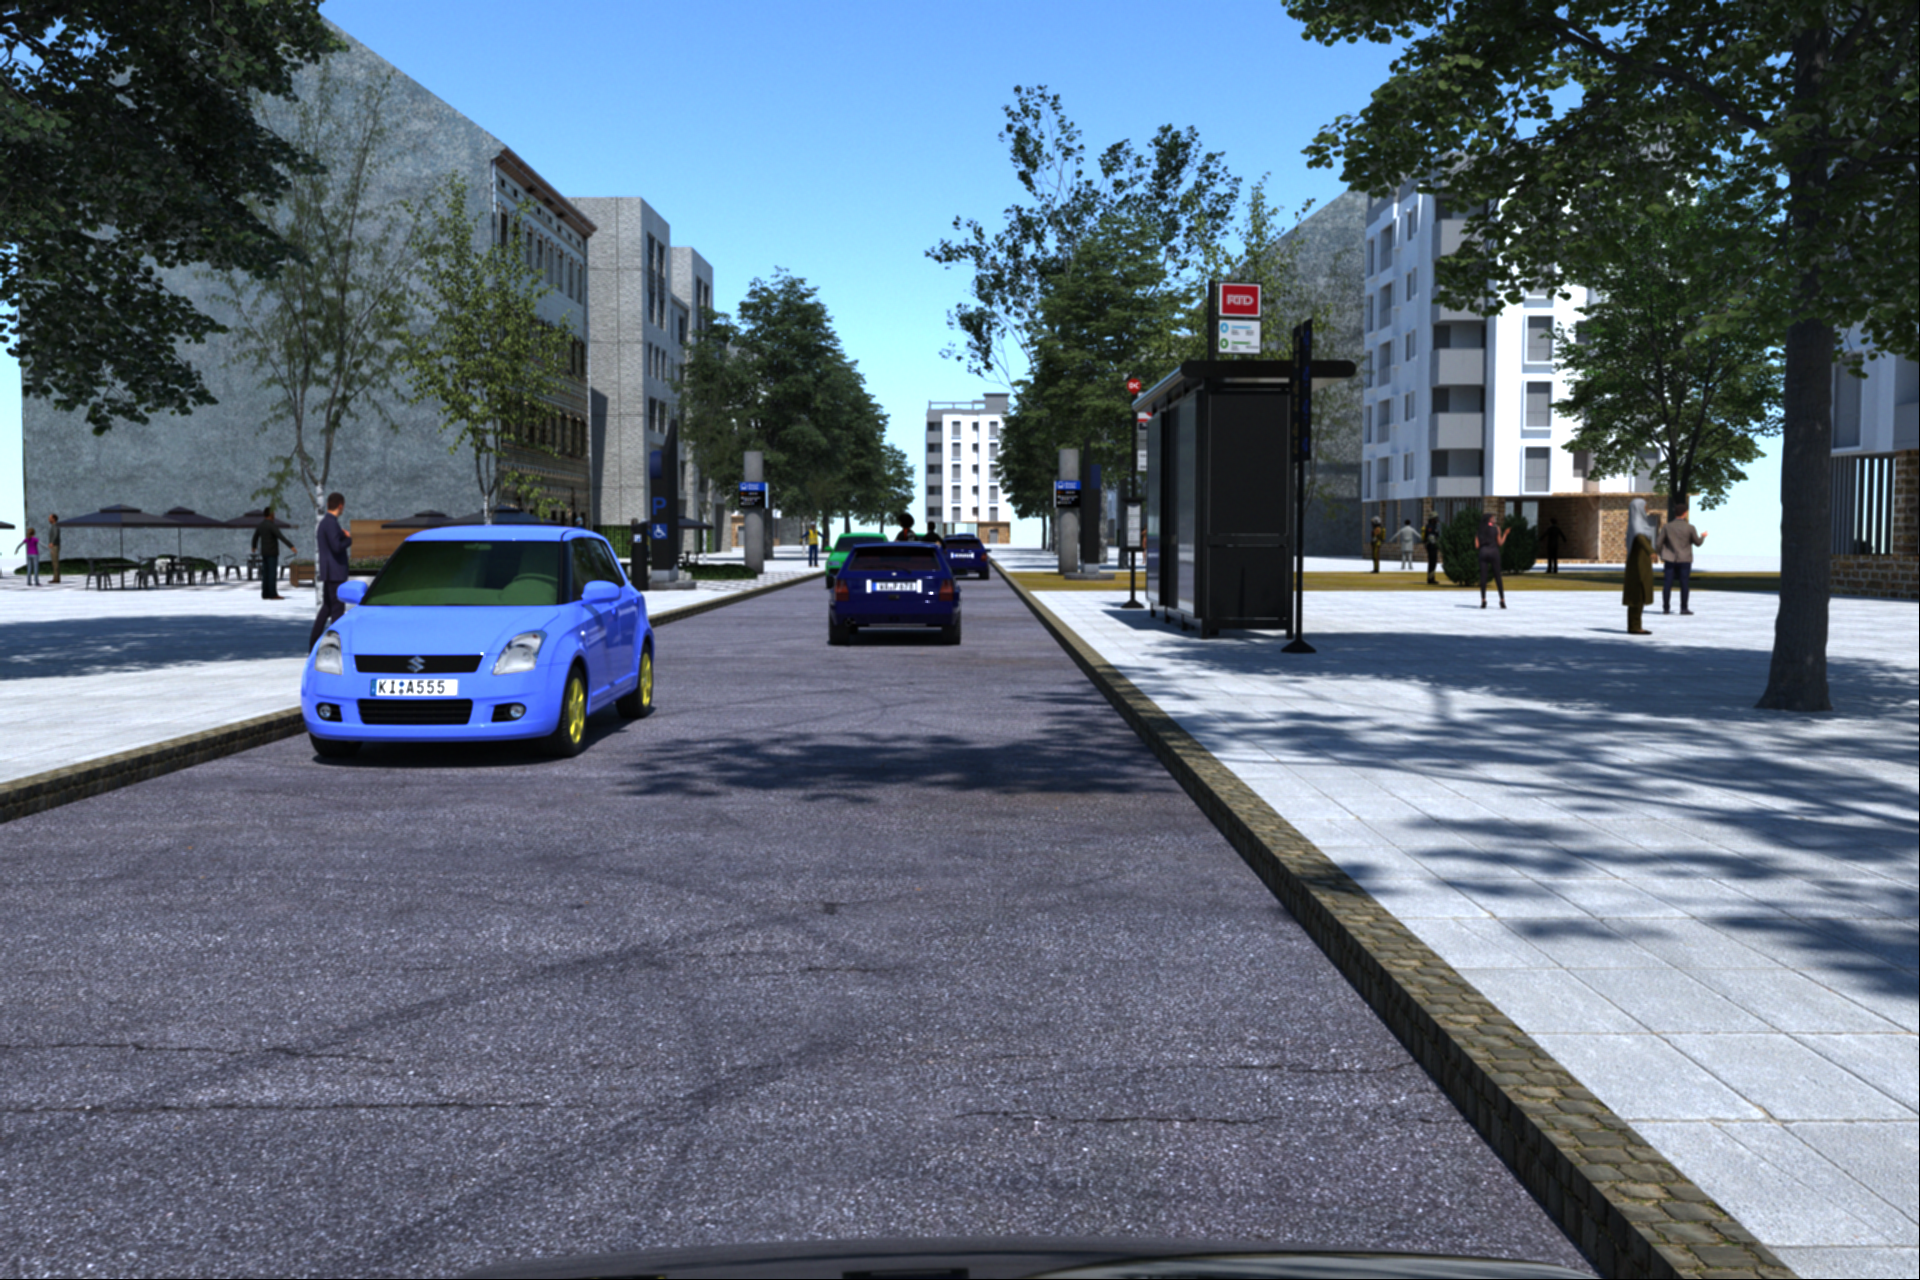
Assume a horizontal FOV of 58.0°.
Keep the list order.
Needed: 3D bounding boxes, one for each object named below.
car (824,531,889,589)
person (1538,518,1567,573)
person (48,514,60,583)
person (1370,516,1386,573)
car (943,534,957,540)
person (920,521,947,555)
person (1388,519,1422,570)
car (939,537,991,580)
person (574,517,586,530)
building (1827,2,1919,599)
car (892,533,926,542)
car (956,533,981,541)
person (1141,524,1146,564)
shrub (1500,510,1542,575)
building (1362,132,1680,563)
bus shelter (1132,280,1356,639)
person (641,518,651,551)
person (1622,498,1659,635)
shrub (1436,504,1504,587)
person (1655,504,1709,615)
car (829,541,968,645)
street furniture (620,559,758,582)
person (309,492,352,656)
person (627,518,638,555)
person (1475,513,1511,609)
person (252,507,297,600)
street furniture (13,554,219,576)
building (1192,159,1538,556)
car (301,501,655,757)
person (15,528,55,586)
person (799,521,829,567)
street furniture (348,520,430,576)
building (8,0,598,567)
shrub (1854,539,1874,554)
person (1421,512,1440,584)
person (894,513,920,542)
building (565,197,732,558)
[{"bbox_3d":[-2.638,-2.324,46.798,1.959,1.807,4.718,0,4,0],"label":"car"},{"bbox_3d":[19.298,-3.075,56.460,1.347,1.806,0.705,-2,4,-24],"label":"person"},{"bbox_3d":[-23.619,-2.376,45.127,0.705,1.796,1.348,-2,4,-28],"label":"person"},{"bbox_3d":[13.626,-3.124,56.845,0.705,1.858,1.354,1,4,15],"label":"person"},{"bbox_3d":[-0.533,-7.262,128.521,2.009,1.686,4.222,0,4,1],"label":"car"},{"bbox_3d":[-0.763,-1.999,41.870,1.216,1.740,0.721,-3,5,-43],"label":"person"},{"bbox_3d":[16.116,-3.437,62.383,1.347,1.806,0.705,1,4,19],"label":"person"},{"bbox_3d":[0.042,-2.618,55.378,1.945,1.354,3.894,0,4,-1],"label":"car"},{"bbox_3d":[-12.223,-3.036,55.771,0.704,1.817,1.347,3,4,38],"label":"person"},{"bbox_3d":[23.650,-10.971,35.796,16.016,20.090,11.380,0,4,0],"label":"building"},{"bbox_3d":[-2.195,-4.328,79.553,1.959,1.807,4.718,0,4,0],"label":"car"},{"bbox_3d":[0.350,-6.117,109.597,1.945,1.707,3.694,0,4,-1],"label":"car"},{"bbox_3d":[7.953,-4.140,74.493,1.217,1.733,0.721,-2,4,-34],"label":"person"},{"bbox_3d":[17.373,-3.053,54.335,1.690,2.028,1.600,0,3,0],"label":"shrub"},{"bbox_3d":[25.940,-14.167,88.046,16.016,20.090,11.380,0,4,0],"label":"building"},{"bbox_3d":[3.735,-2.908,25.172,2.179,5.291,8.768,0,3,0],"label":"bus shelter"},{"bbox_3d":[-11.148,-3.381,61.254,1.349,1.833,0.705,3,5,44],"label":"person"},{"bbox_3d":[8.774,-0.943,22.194,0.721,1.736,1.217,1,4,12],"label":"person"},{"bbox_3d":[12.367,-2.296,41.962,1.690,2.028,1.600,0,3,0],"label":"shrub"},{"bbox_3d":[11.561,-1.294,27.732,0.617,1.759,0.750,3,5,44],"label":"person"},{"bbox_3d":[-0.854,-0.683,23.749,1.945,1.354,3.894,0,4,-1],"label":"car"},{"bbox_3d":[-8.950,-1.913,46.897,5.734,0.657,10.072,1,4,13],"label":"street furniture"},{"bbox_3d":[-6.472,-0.669,17.906,0.530,1.710,0.541,-1,4,-20],"label":"person"},{"bbox_3d":[-10.716,-3.111,56.998,0.705,1.813,1.348,-1,4,-22],"label":"person"},{"bbox_3d":[9.179,-1.368,29.875,0.593,1.643,0.415,-1,4,-17],"label":"person"},{"bbox_3d":[-13.530,-1.710,34.017,1.348,1.821,0.705,2,4,33],"label":"person"},{"bbox_3d":[-28.113,-2.580,57.804,5.734,0.657,10.072,-1,4,-16],"label":"street furniture"},{"bbox_3d":[25.393,-17.026,109.305,19.493,23.208,18.063,0,4,0],"label":"building"},{"bbox_3d":[-3.284,-0.163,12.250,1.945,1.707,3.694,0,4,0],"label":"car"},{"bbox_3d":[-22.861,-2.049,42.764,0.991,1.433,0.599,0,4,2],"label":"person"},{"bbox_3d":[-5.671,-3.718,67.252,1.216,1.772,0.721,-2,4,-25],"label":"person"},{"bbox_3d":[-18.099,-2.971,55.429,9.812,1.723,11.010,0,4,-6],"label":"street furniture"},{"bbox_3d":[-27.483,-15.014,76.405,19.493,23.208,18.063,0,4,-1],"label":"building"},{"bbox_3d":[25.386,-2.317,49.006,1.383,1.207,1.383,0,3,0],"label":"shrub"},{"bbox_3d":[12.107,-2.353,44.256,0.705,1.856,1.354,1,4,18],"label":"person"},{"bbox_3d":[-1.078,-1.514,33.362,0.704,1.843,1.345,2,4,33],"label":"person"},{"bbox_3d":[-24.834,-14.708,106.933,16.747,18.905,31.486,0,4,1],"label":"building"}]
